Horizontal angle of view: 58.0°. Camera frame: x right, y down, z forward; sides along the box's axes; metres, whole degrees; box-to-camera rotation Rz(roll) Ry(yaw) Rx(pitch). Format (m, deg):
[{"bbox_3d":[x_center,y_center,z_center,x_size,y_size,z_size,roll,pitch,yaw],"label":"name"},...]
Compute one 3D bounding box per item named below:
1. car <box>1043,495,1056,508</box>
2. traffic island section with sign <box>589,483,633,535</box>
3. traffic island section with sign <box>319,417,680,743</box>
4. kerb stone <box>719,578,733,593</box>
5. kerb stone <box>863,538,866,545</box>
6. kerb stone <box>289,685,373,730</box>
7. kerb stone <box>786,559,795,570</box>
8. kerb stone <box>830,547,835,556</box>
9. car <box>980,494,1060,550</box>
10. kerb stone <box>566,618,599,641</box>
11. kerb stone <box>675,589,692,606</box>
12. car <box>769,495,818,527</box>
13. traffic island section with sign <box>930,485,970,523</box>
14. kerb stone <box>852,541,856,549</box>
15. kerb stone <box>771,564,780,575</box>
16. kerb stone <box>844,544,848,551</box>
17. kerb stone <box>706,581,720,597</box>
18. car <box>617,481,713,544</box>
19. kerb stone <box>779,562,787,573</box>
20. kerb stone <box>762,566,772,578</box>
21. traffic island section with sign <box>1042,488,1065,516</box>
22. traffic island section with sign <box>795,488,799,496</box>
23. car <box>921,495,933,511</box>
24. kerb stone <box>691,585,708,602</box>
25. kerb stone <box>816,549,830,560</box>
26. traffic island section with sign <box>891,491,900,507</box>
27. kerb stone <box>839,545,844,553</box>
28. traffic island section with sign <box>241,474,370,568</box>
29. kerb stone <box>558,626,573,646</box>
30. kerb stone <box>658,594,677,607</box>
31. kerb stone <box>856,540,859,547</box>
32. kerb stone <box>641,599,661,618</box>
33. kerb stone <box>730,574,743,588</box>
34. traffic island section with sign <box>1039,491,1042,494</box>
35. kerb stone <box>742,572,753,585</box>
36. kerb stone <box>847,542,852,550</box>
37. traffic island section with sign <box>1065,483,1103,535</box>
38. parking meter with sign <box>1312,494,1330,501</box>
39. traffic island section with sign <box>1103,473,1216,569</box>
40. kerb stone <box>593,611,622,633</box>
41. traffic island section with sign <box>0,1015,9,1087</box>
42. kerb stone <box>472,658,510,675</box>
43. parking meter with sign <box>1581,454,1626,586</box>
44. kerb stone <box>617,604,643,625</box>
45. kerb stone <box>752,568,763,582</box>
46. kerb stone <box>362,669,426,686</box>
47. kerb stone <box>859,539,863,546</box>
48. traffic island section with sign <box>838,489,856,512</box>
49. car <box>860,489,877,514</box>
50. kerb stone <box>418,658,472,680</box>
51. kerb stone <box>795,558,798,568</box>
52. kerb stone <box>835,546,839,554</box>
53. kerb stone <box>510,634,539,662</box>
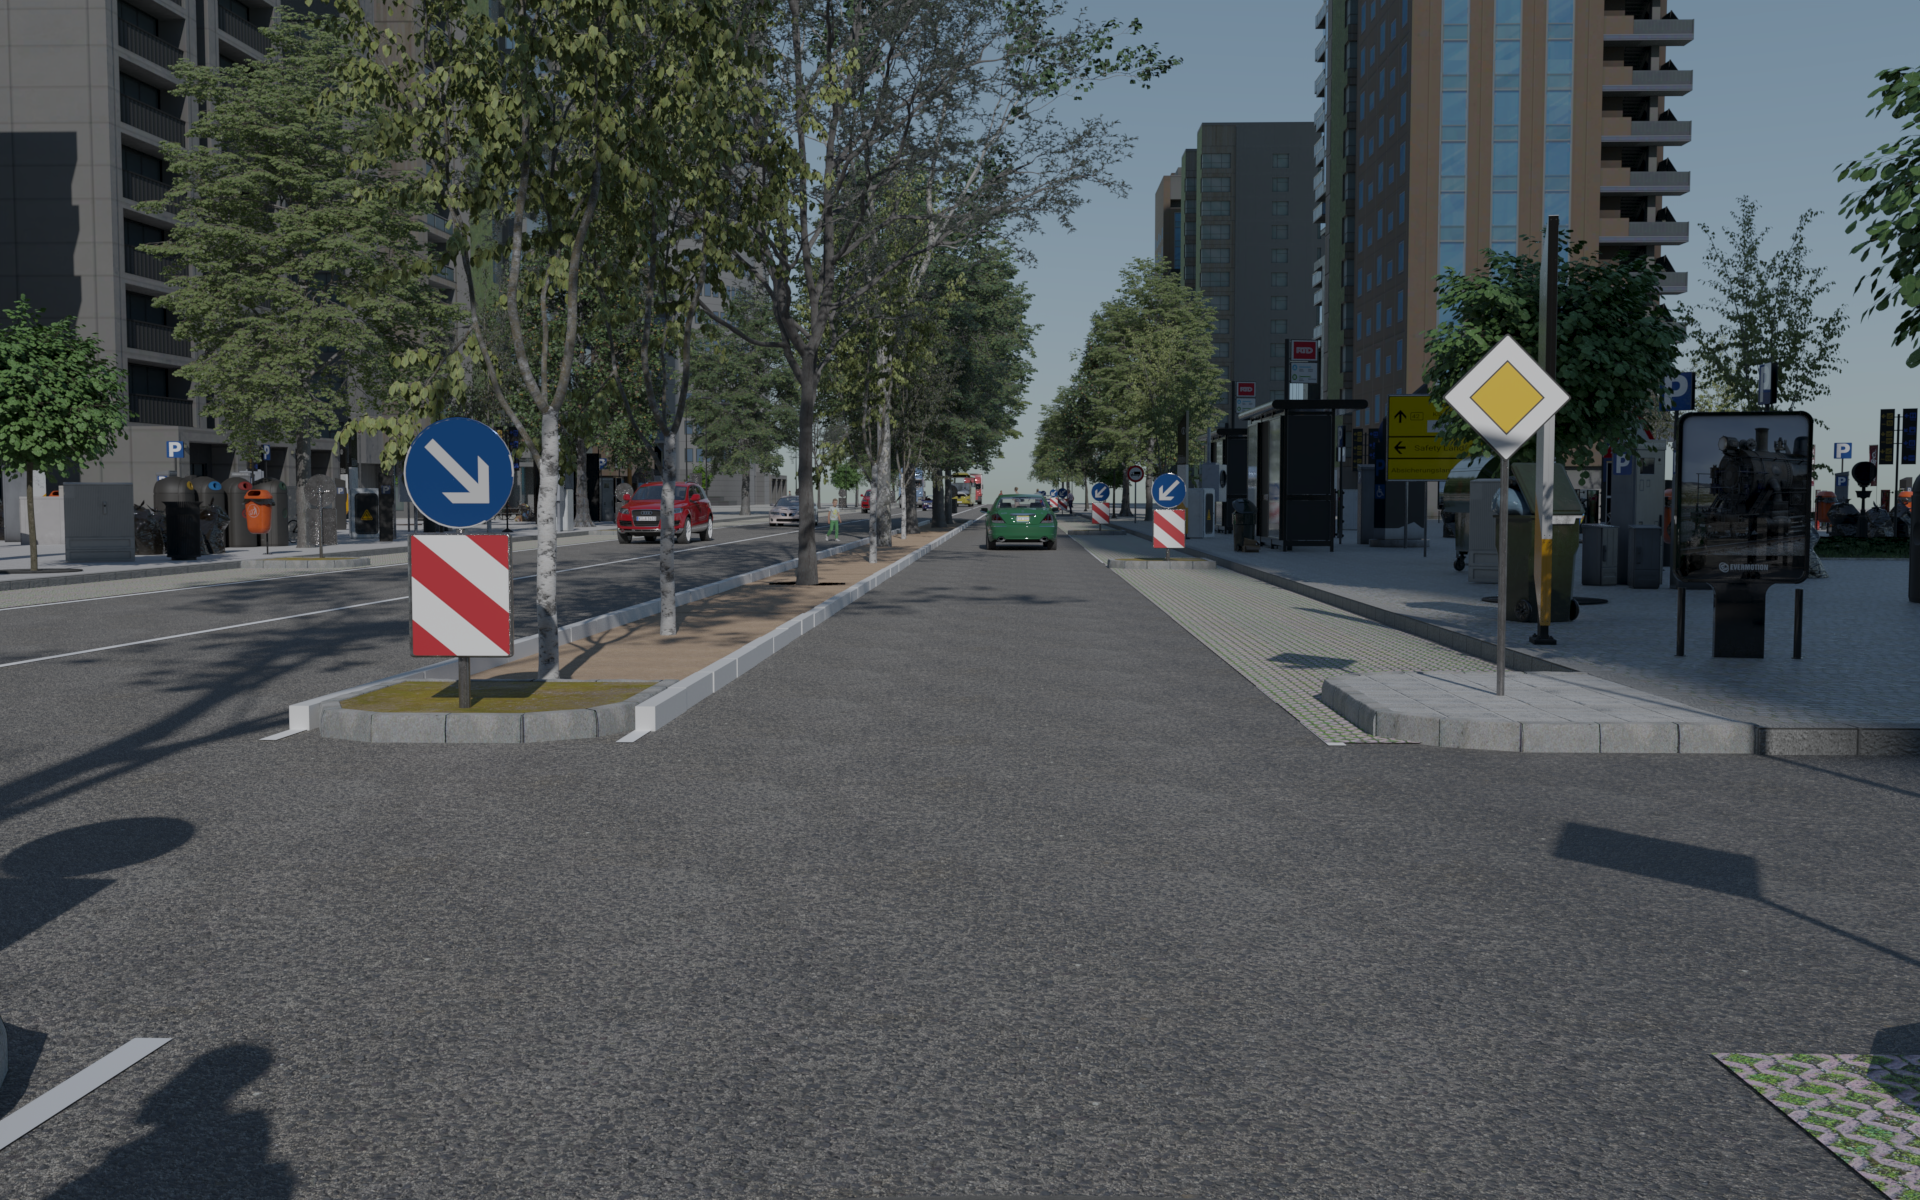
[{"bbox_3d":[8.725,-9.751,172.002,1.945,1.354,3.894,0,4,3],"label":"car"},{"bbox_3d":[-11.897,-3.206,61.043,1.989,1.847,2.006,0,4,2],"label":"traffic island section with sign"},{"bbox_3d":[-2.943,-0.170,10.915,2.006,1.907,1.989,0,4,2],"label":"traffic island section with sign"},{"bbox_3d":[-3.505,-0.187,25.321,0.120,0.150,1.000,0,4,2],"label":"kerb stone"},{"bbox_3d":[-2.765,-1.570,47.873,0.120,0.150,1.000,0,4,2],"label":"kerb stone"},{"bbox_3d":[-3.989,0.685,10.997,0.120,0.150,1.000,0,4,2],"label":"kerb stone"},{"bbox_3d":[-3.270,-0.631,32.504,0.120,0.150,1.000,0,4,2],"label":"kerb stone"},{"bbox_3d":[-3.031,-1.070,39.685,0.120,0.150,1.000,0,4,2],"label":"kerb stone"},{"bbox_3d":[1.592,-2.075,45.717,2.131,1.459,4.920,0,4,0],"label":"car"},{"bbox_3d":[-3.778,0.310,17.149,0.120,0.150,1.000,0,4,2],"label":"kerb stone"},{"bbox_3d":[-3.625,-0.004,22.257,0.120,0.150,1.000,0,4,2],"label":"kerb stone"},{"bbox_3d":[-7.432,-3.996,77.695,2.083,1.381,4.827,0,4,1],"label":"car"},{"bbox_3d":[-0.466,-4.763,86.012,2.006,1.907,1.989,0,4,2],"label":"traffic island section with sign"},{"bbox_3d":[-2.870,-1.383,44.808,0.120,0.150,1.000,0,4,2],"label":"kerb stone"},{"bbox_3d":[-3.337,-0.505,30.458,0.120,0.150,1.000,0,4,2],"label":"kerb stone"},{"bbox_3d":[-2.935,-1.253,42.757,0.120,0.150,1.000,0,4,2],"label":"kerb stone"},{"bbox_3d":[-3.544,-0.126,24.299,0.120,0.150,1.000,0,4,2],"label":"kerb stone"},{"bbox_3d":[-8.693,-2.612,51.376,2.281,1.827,5.304,0,4,3],"label":"car"},{"bbox_3d":[-3.312,-0.568,31.480,0.120,0.150,1.000,0,4,2],"label":"kerb stone"},{"bbox_3d":[-3.376,-0.443,29.437,0.120,0.150,1.000,0,4,2],"label":"kerb stone"},{"bbox_3d":[6.438,-6.258,110.938,1.989,1.847,2.006,0,4,2],"label":"traffic island section with sign"},{"bbox_3d":[-10.229,-6.259,110.967,1.989,1.847,2.006,0,4,2],"label":"traffic island section with sign"},{"bbox_3d":[-2.302,-8.244,147.368,1.945,1.354,3.894,0,4,2],"label":"car"},{"bbox_3d":[-3.577,-0.066,23.278,0.120,0.150,1.000,0,4,2],"label":"kerb stone"},{"bbox_3d":[-3.071,-1.007,38.662,0.120,0.150,1.000,0,4,2],"label":"kerb stone"},{"bbox_3d":[-7.519,-11.287,193.176,1.989,1.847,2.006,0,4,2],"label":"traffic island section with sign"},{"bbox_3d":[-2.974,-1.190,41.728,0.120,0.150,1.000,0,4,2],"label":"kerb stone"},{"bbox_3d":[-12.779,-1.558,34.102,1.989,1.847,2.006,0,4,2],"label":"traffic island section with sign"},{"bbox_3d":[-3.815,0.374,16.126,0.120,0.150,1.000,0,4,2],"label":"kerb stone"},{"bbox_3d":[-3.654,0.059,21.235,0.120,0.150,1.000,0,4,2],"label":"kerb stone"},{"bbox_3d":[-2.836,-1.446,45.830,0.120,0.150,1.000,0,4,2],"label":"kerb stone"},{"bbox_3d":[-3.687,0.122,20.214,0.120,0.150,1.000,0,4,2],"label":"kerb stone"},{"bbox_3d":[-3.478,-0.254,26.355,0.120,0.150,1.000,0,4,2],"label":"kerb stone"},{"bbox_3d":[7.339,-7.905,137.878,1.989,1.847,2.006,0,4,2],"label":"traffic island section with sign"},{"bbox_3d":[-3.447,-0.317,27.378,0.120,0.150,1.000,0,4,2],"label":"kerb stone"},{"bbox_3d":[-2.907,-1.319,43.780,0.120,0.150,1.000,0,4,2],"label":"kerb stone"},{"bbox_3d":[4.796,-3.196,60.881,1.989,1.847,2.006,0,4,2],"label":"traffic island section with sign"},{"bbox_3d":[13.402,-4.170,64.438,1.738,3.016,0.543,3,5,40],"label":"parking meter with sign"},{"bbox_3d":[3.891,-1.535,33.729,1.989,1.847,2.006,0,4,2],"label":"traffic island section with sign"},{"bbox_3d":[-3.746,0.246,18.171,0.120,0.150,1.000,0,4,2],"label":"kerb stone"},{"bbox_3d":[-3.198,0.283,3.512,2.006,1.907,1.989,0,4,2],"label":"traffic island section with sign"},{"bbox_3d":[-3.888,0.498,14.082,0.120,0.150,1.000,0,4,2],"label":"kerb stone"},{"bbox_3d":[9.581,-1.729,24.536,1.738,3.016,0.543,-2,4,-30],"label":"parking meter with sign"},{"bbox_3d":[-3.714,0.184,19.192,0.120,0.150,1.000,0,4,2],"label":"kerb stone"},{"bbox_3d":[-3.402,-0.380,28.415,0.120,0.150,1.000,0,4,2],"label":"kerb stone"},{"bbox_3d":[-3.953,0.622,12.022,0.120,0.150,1.000,0,4,2],"label":"kerb stone"},{"bbox_3d":[-2.797,-1.505,46.852,0.120,0.150,1.000,0,4,2],"label":"kerb stone"},{"bbox_3d":[-9.341,-7.910,137.955,1.989,1.847,2.006,0,4,2],"label":"traffic island section with sign"},{"bbox_3d":[-6.245,-7.357,128.953,2.281,1.827,5.304,0,4,0],"label":"car"},{"bbox_3d":[-3.916,0.560,13.051,0.120,0.150,1.000,0,4,2],"label":"kerb stone"},{"bbox_3d":[-3.236,-0.693,33.526,0.120,0.150,1.000,0,4,2],"label":"kerb stone"},{"bbox_3d":[-3.009,-1.132,40.707,0.120,0.150,1.000,0,4,2],"label":"kerb stone"},{"bbox_3d":[-3.855,0.434,15.104,0.120,0.150,1.000,0,4,2],"label":"kerb stone"}]
